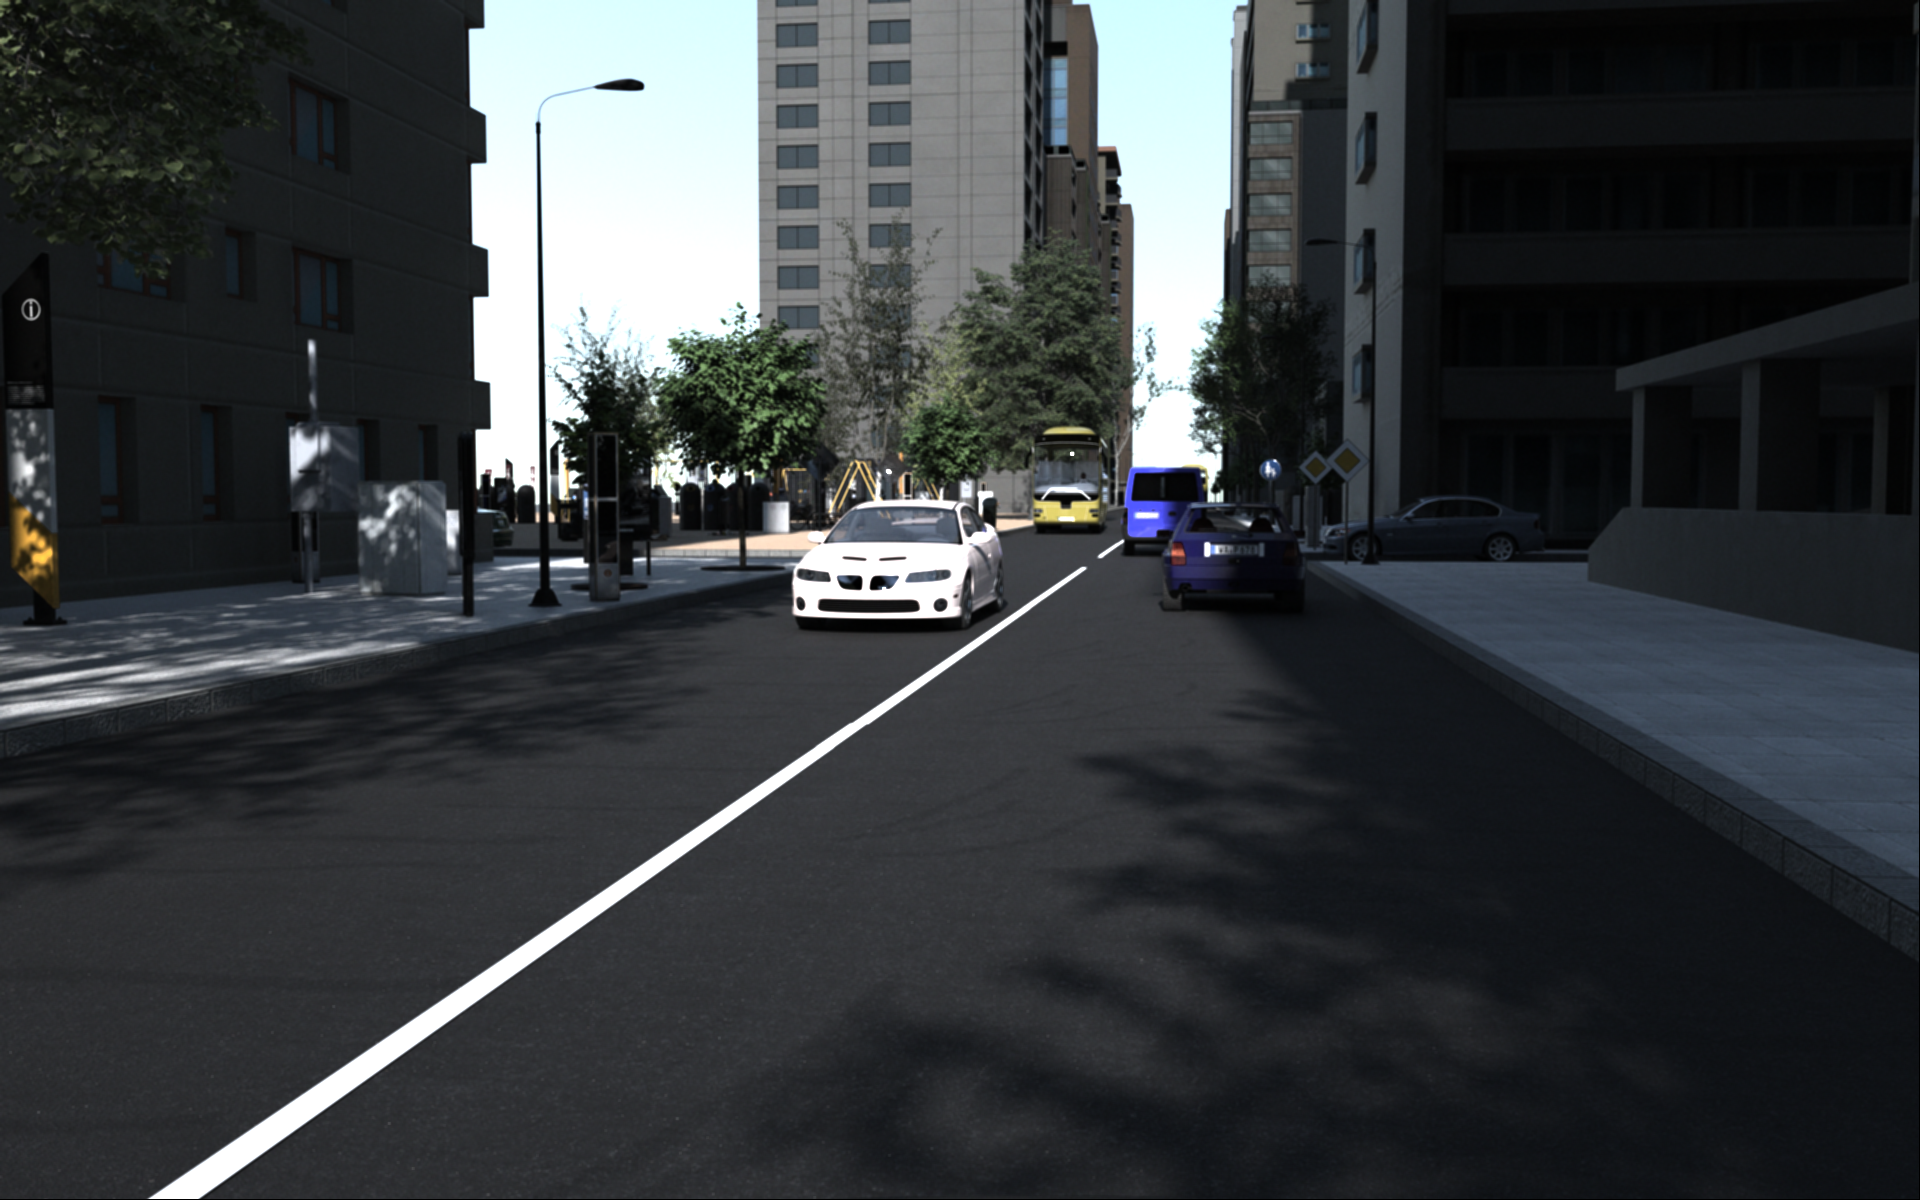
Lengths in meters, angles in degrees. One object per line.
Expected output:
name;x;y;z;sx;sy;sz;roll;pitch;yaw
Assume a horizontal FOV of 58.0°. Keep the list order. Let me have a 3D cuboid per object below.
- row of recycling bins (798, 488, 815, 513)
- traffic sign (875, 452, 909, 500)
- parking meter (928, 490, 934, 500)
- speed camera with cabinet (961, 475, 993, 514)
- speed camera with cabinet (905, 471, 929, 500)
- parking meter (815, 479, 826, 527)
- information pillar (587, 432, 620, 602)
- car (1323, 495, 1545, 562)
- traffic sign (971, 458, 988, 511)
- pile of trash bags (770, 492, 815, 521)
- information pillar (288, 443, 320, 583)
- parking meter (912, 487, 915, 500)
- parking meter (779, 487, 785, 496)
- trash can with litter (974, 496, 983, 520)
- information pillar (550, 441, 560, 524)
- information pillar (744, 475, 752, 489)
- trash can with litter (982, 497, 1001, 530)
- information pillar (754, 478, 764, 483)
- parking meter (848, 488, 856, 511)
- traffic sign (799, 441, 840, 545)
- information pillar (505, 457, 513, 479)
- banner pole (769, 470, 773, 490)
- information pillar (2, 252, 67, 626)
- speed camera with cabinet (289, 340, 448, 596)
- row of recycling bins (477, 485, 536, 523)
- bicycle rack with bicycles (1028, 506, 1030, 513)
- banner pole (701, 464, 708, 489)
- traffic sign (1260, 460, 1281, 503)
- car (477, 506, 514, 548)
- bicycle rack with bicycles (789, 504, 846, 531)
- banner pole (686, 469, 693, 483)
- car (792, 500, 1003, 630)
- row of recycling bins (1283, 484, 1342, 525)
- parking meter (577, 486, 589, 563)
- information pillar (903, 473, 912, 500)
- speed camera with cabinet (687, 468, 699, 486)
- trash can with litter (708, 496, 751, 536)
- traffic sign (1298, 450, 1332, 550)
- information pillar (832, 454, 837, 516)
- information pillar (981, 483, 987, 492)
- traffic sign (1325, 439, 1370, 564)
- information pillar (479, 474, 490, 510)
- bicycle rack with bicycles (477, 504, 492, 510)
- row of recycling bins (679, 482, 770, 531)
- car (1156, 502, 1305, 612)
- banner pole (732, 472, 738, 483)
row of recycling bins;-9.873;-6.601;115.043;1.069;1.692;3.534;-2;4;-24
traffic sign;-1.606;-2.273;40.798;0.795;2.450;0.064;0;4;8
parking meter;-1.941;-6.553;115.559;0.372;1.533;0.369;0;3;0
speed camera with cabinet;1.101;-7.218;112.356;2.038;3.252;0.660;0;4;-2
speed camera with cabinet;-3.083;-7.472;116.506;2.038;3.252;0.660;-2;4;-27
parking meter;-5.368;-3.728;66.659;0.255;1.863;0.399;3;4;36
information pillar;-4.273;-0.996;20.772;0.304;2.012;0.304;-2;4;-28
car;9.918;-1.494;36.437;4.499;1.417;2.014;0;4;6
traffic sign;0.540;-3.525;57.732;0.768;2.556;0.104;1;4;14
pile of trash bags;-8.579;-4.558;84.281;1.912;1.369;3.447;-3;5;-41
information pillar;-9.454;-1.253;24.976;0.304;2.012;0.304;3;5;44
parking meter;-1.821;-3.303;62.423;0.372;1.533;0.369;0;3;0
parking meter;-6.874;-3.536;66.220;0.372;1.533;0.369;0;3;0
trash can with litter;0.861;-4.590;86.105;1.678;1.210;2.233;-1;4;-21
information pillar;-17.453;-5.093;74.617;0.183;3.616;0.504;2;4;32
information pillar;-8.187;-3.789;66.434;0.304;2.012;0.304;2;4;35
trash can with litter;1.049;-3.043;61.138;0.624;1.170;1.055;1;4;11
information pillar;-8.365;-4.933;72.015;0.504;3.616;0.183;2;4;29
parking meter;-4.882;-4.280;78.381;0.372;1.533;0.369;0;3;0
traffic sign;-2.660;-1.788;32.882;0.795;2.450;0.064;0;4;8
information pillar;-28.564;-7.242;109.757;0.504;3.616;0.183;0;4;0
banner pole;-11.514;-7.095;106.019;0.863;3.779;0.401;3;4;37
information pillar;-9.059;-1.563;16.903;0.504;3.616;0.183;1;4;12
speed camera with cabinet;-7.589;-1.704;22.204;2.038;3.252;0.660;1;4;21
row of recycling bins;-20.329;-4.225;76.189;3.534;1.692;1.069;1;4;13
bicycle rack with bicycles;5.935;-5.666;106.029;2.925;0.926;2.852;2;4;27
banner pole;-13.774;-6.308;93.149;0.401;3.779;0.863;2;4;28
traffic sign;11.467;-3.907;63.985;0.768;2.556;0.104;1;4;15
car;-12.514;-1.650;38.778;4.920;1.459;2.131;0;4;6
bicycle rack with bicycles;-4.520;-2.897;60.744;2.925;0.926;2.852;-1;4;-9
banner pole;-16.875;-7.232;108.265;0.863;3.779;0.401;0;4;6
car;-0.603;-0.460;19.886;2.083;1.381;4.827;1;4;8
row of recycling bins;15.090;-3.927;71.315;3.534;1.692;1.069;-1;4;-9
parking meter;-6.806;-1.452;32.145;0.372;1.533;0.369;0;3;0
information pillar;-1.835;-3.414;60.305;0.304;2.012;0.304;0;4;-8
speed camera with cabinet;-13.552;-5.712;87.721;0.660;3.252;2.038;-1;4;-10
trash can with litter;-7.102;-2.641;54.237;1.678;1.210;2.233;1;4;20
traffic sign;8.100;-2.192;39.490;0.795;2.450;0.064;0;4;8
information pillar;-7.419;-6.780;102.213;0.183;3.616;0.504;1;4;15
information pillar;1.573;-6.650;113.221;0.304;2.012;0.304;1;4;17
traffic sign;7.046;-1.708;31.574;0.795;2.450;0.064;0;4;8
information pillar;-17.188;-3.559;62.681;0.304;2.012;0.304;-2;4;-31
bicycle rack with bicycles;-20.898;-3.693;73.768;2.852;0.926;2.925;0;4;-5
row of recycling bins;-8.335;-3.317;61.344;3.534;1.692;1.069;1;4;20
car;3.508;-0.601;22.414;1.945;1.354;3.894;0;4;8
banner pole;-13.444;-6.971;103.990;0.863;3.779;0.401;-1;4;-19
